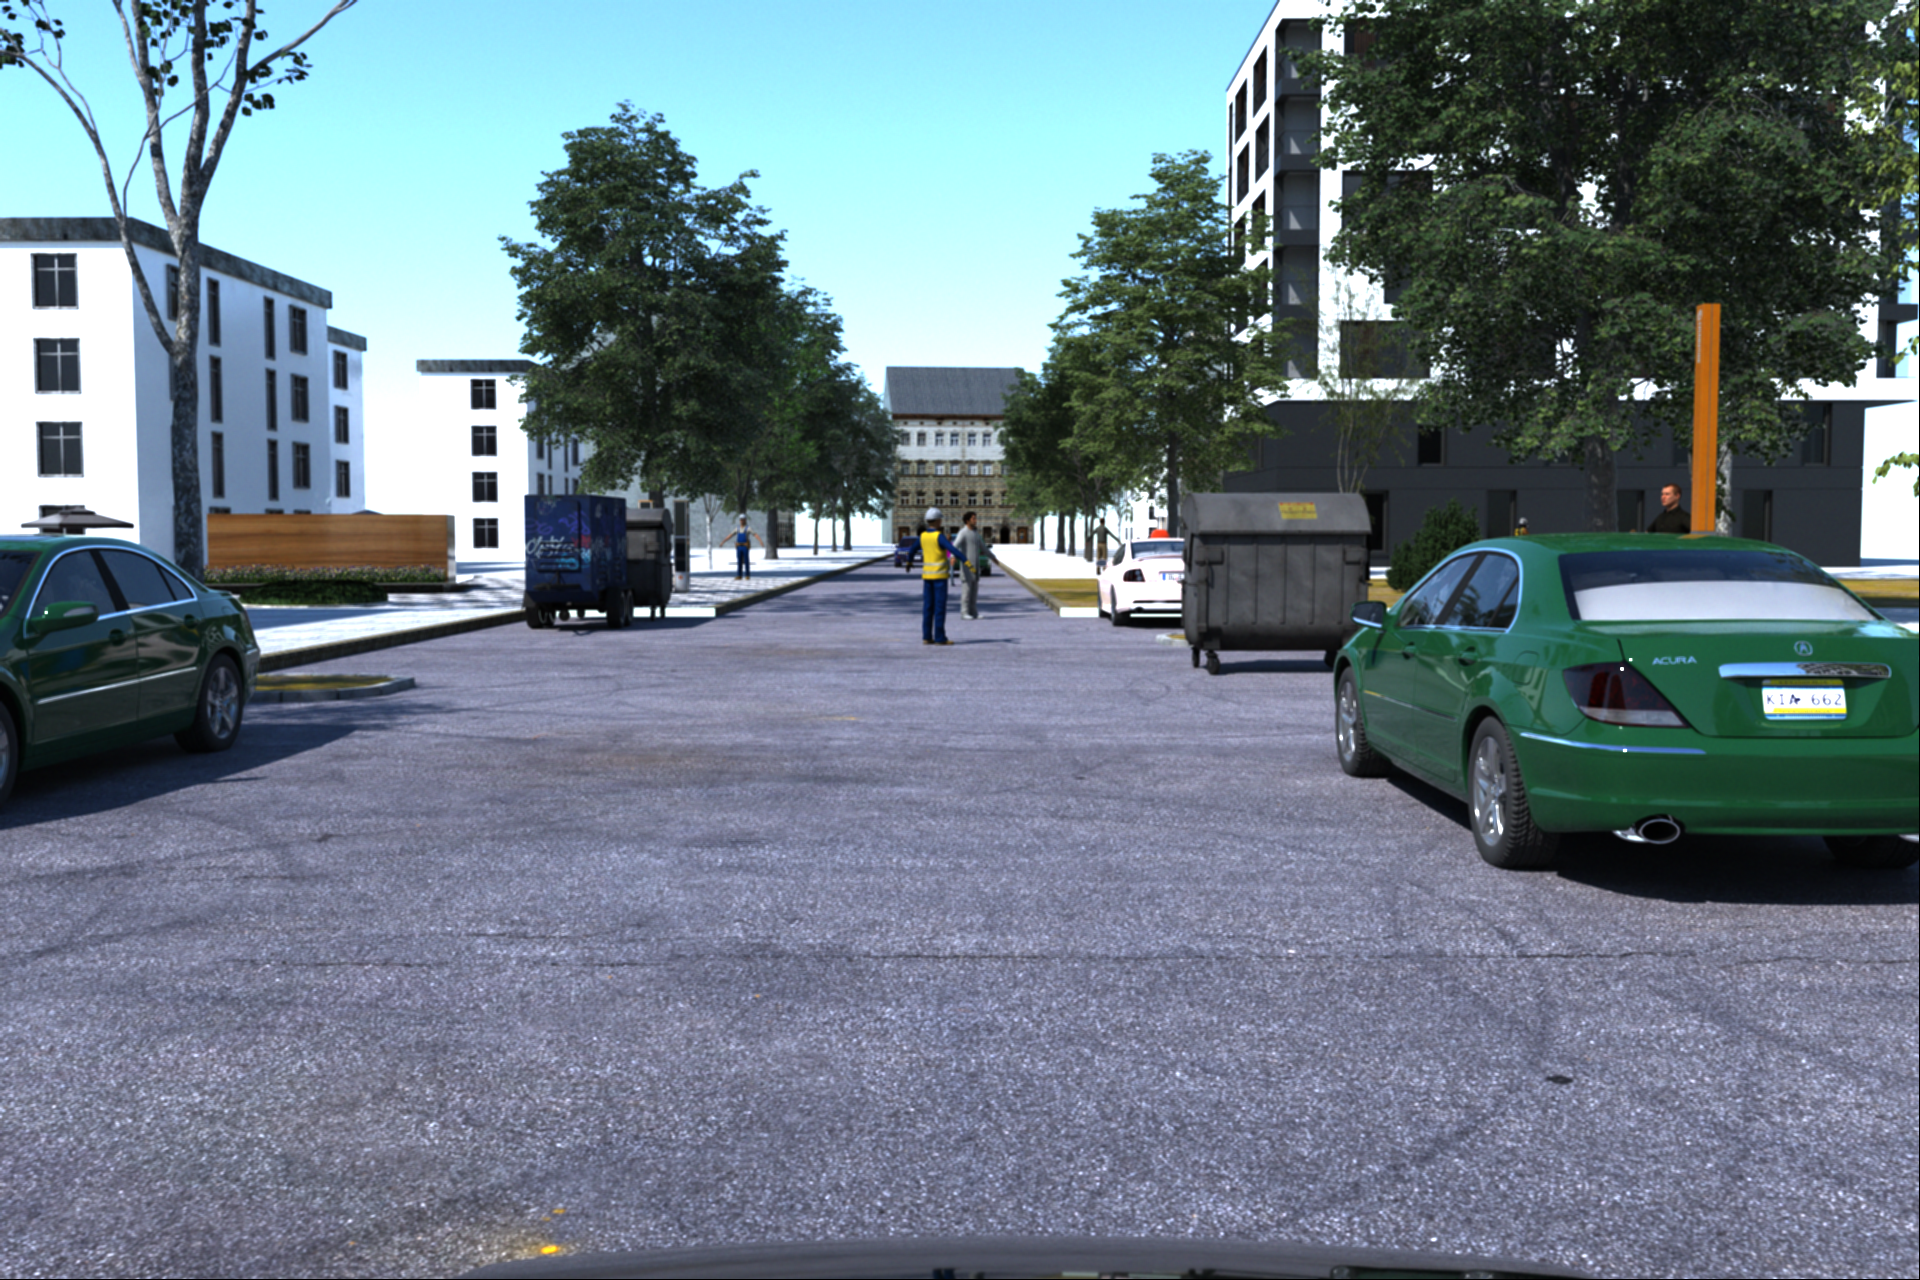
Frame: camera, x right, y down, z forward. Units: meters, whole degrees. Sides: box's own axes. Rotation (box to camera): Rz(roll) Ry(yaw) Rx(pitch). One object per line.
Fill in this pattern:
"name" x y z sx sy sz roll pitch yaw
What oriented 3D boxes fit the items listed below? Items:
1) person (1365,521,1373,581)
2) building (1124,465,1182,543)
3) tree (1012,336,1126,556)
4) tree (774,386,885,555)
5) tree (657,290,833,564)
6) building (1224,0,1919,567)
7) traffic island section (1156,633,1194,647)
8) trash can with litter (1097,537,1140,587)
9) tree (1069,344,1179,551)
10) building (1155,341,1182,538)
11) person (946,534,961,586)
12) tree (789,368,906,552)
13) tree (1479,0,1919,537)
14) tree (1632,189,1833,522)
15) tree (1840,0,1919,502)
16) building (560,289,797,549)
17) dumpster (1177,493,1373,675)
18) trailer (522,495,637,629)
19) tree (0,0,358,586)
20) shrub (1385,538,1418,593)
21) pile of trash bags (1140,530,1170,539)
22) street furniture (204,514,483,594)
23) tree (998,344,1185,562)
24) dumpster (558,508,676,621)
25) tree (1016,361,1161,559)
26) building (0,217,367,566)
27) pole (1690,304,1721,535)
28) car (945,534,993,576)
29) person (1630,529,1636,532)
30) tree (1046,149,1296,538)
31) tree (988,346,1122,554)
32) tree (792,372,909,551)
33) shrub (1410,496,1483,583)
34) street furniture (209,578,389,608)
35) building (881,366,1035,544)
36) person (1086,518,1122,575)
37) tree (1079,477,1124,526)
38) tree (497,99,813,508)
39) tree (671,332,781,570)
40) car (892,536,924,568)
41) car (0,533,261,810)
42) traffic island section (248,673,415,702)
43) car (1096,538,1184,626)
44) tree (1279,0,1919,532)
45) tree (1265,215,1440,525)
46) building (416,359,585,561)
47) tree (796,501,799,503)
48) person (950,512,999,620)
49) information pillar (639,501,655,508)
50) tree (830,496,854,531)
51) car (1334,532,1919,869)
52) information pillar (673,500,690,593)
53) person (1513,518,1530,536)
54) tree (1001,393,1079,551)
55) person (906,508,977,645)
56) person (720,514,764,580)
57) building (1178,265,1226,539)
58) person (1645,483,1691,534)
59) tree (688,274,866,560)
"person" 11.091 -2.522 47.429 0.705 1.806 1.347 1 4 23
"building" 23.538 -15.097 188.986 9.099 9.664 28.070 0 4 0
"tree" 6.612 -11.113 99.818 7.486 12.596 7.792 0 3 0
"tree" -8.768 -10.394 104.353 8.767 10.594 7.601 0 4 -2
"tree" -9.203 -9.018 73.199 9.928 11.665 9.643 0 3 0
"building" 26.196 -14.572 82.232 27.936 21.610 32.646 0 4 0
"traffic island section" 3.603 0.008 22.740 1.991 0.108 1.994 0 4 0
"trash can with litter" 4.172 -1.843 41.188 1.678 1.210 2.233 0 4 -1
"tree" 5.952 -7.148 67.236 4.360 8.622 3.978 0 3 0
"building" 24.199 -19.090 168.545 16.016 20.090 11.380 0 4 0
"person" -0.279 -2.203 47.750 0.991 1.433 0.599 1 4 15
"tree" -8.994 -13.002 122.951 12.009 13.543 11.850 0 3 0
"tree" 19.855 -11.517 44.191 12.611 20.169 13.585 0 3 0
"tree" 14.635 -5.086 33.515 4.737 8.622 4.395 0 3 0
"tree" 9.615 -3.934 14.681 4.737 8.622 4.395 0 3 0
"building" -25.561 -20.156 160.481 19.493 23.208 18.063 0 4 1
"dumpster" 3.258 -0.604 18.086 1.865 1.857 1.264 0 4 -1
"trailer" -5.825 -1.149 25.837 1.471 1.999 3.904 0 4 0
"tree" -12.078 -10.483 27.279 12.611 20.169 13.585 0 3 0
"shrub" 9.782 -1.638 37.904 1.383 1.207 1.383 0 3 0
"pile of trash bags" 3.959 -1.443 33.349 1.912 1.369 3.447 0 4 0
"street furniture" -15.699 -1.993 39.444 9.812 1.723 11.010 -1 4 -11
"tree" 5.967 -8.814 78.523 8.767 10.594 7.601 -1 4 -9
"dumpster" -5.761 -1.266 28.923 1.865 1.857 1.264 0 4 0
"tree" 6.681 -9.441 88.777 8.767 10.594 7.601 2 4 27
"building" -26.250 -7.215 60.107 9.099 9.664 28.070 0 4 1
"pole" 6.642 -1.323 15.468 0.158 3.312 0.155 0 3 0
"car" 0.110 -2.958 60.163 2.131 1.459 4.920 0 4 -2
"person" 21.916 -2.872 56.225 0.599 1.433 0.991 0 4 -4
"tree" 6.271 -8.153 51.430 7.486 12.596 7.792 0 3 0
"tree" 6.669 -12.684 114.039 9.857 13.997 8.962 0 3 0
"tree" -8.829 -13.905 134.007 9.857 13.997 8.962 0 3 0
"shrub" 10.080 -1.931 35.606 1.661 2.075 1.752 0 3 0
"street furniture" -15.596 -0.905 30.421 10.072 0.657 5.734 0 4 1
"building" -0.619 -24.016 226.052 18.063 23.208 19.493 0 4 -7
"person" 4.478 -2.941 54.361 1.348 1.796 0.705 3 4 37
"tree" 18.708 -19.295 225.837 12.009 13.543 11.850 0 3 0
"tree" -9.031 -8.863 51.557 9.857 13.997 8.962 0 3 0
"tree" -9.217 -6.865 62.602 4.360 8.622 3.978 0 3 0
"car" -1.965 -3.845 75.445 1.945 1.354 3.894 0 4 -1
"car" -5.770 0.105 10.085 2.131 1.459 4.920 0 4 0
"traffic island section" -6.103 0.436 15.746 1.991 0.108 1.994 0 4 0
"car" 3.295 -0.974 28.288 2.083 1.381 4.827 0 4 0
"tree" 9.594 -7.259 25.343 9.857 13.997 8.962 0 3 0
"tree" 8.938 -5.541 40.955 4.360 8.622 3.978 0 3 0
"building" -25.517 -9.492 97.342 9.099 9.664 28.070 0 4 -1
"tree" -24.157 -18.087 221.470 9.928 11.665 9.643 0 3 0
"person" 0.193 -1.256 29.174 0.705 1.806 1.347 2 4 35
"information pillar" -6.880 -2.055 38.088 0.304 2.012 0.304 0 4 0
"tree" -14.661 -16.560 221.118 4.737 8.622 4.395 0 3 0
"car" 3.191 0.180 8.851 2.131 1.459 4.920 0 4 0
"information pillar" -6.095 -2.045 37.929 0.304 2.012 0.304 0 4 2
"person" 20.250 -3.456 62.271 0.705 1.858 1.354 -1 4 -16
"tree" 6.722 -13.155 133.218 7.486 12.596 7.792 0 3 0
"person" -0.270 -0.829 22.475 1.216 1.772 0.721 3 5 43
"person" -6.089 -2.612 48.564 1.347 1.847 0.705 1 4 17
"building" 24.412 -17.006 108.970 19.493 23.208 18.063 0 4 -1
"person" 7.306 -0.713 17.870 0.705 1.803 1.348 -1 4 -23
"tree" -9.500 -10.995 86.428 9.857 13.997 8.962 0 3 0
